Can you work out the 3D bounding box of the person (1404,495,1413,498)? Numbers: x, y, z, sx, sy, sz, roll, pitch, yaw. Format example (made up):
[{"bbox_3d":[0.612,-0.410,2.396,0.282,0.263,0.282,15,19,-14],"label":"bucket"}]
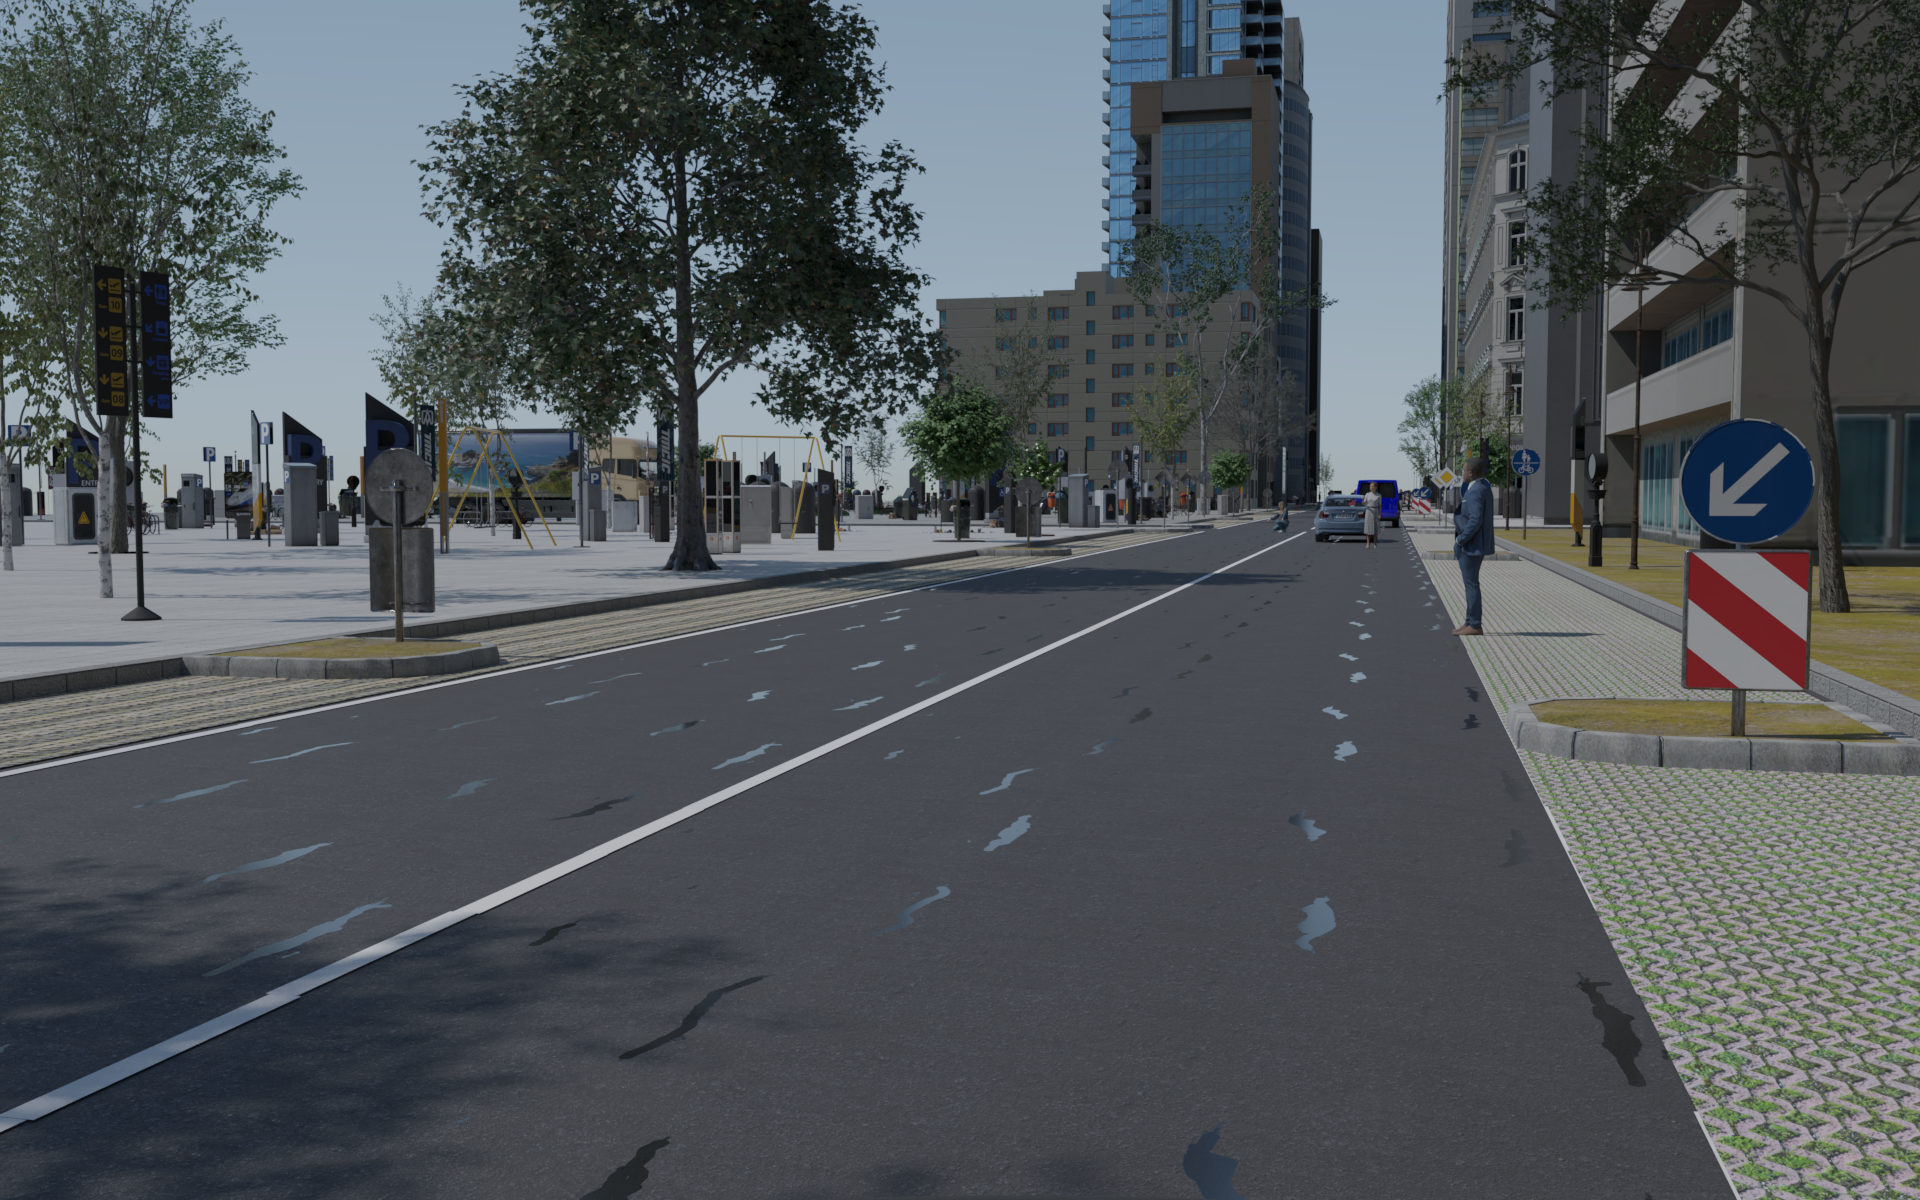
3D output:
[{"bbox_3d":[52.897,-11.980,204.389,1.348,1.823,0.705,3,5,41],"label":"person"}]

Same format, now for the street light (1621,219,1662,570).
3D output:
[{"bbox_3d":[11.487,-3.459,29.341,0.468,5.910,1.993,1,4,14],"label":"street light"}]

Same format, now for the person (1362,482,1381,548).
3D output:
[{"bbox_3d":[10.900,-2.250,45.865,0.480,1.755,0.524,1,4,17],"label":"person"}]

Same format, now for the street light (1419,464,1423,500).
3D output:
[{"bbox_3d":[57.820,-14.901,216.421,0.468,5.910,1.993,1,4,14],"label":"street light"}]

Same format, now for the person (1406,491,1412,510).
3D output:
[{"bbox_3d":[40.670,-9.014,156.603,0.721,1.735,1.217,3,5,41],"label":"person"}]

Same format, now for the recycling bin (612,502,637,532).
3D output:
[{"bbox_3d":[-11.356,-2.819,58.648,0.722,1.027,0.722,0,4,2],"label":"recycling bin"}]

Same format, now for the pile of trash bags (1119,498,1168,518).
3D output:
[{"bbox_3d":[9.578,-5.078,92.770,1.912,1.369,3.447,3,4,39],"label":"pile of trash bags"}]

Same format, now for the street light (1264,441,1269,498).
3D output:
[{"bbox_3d":[26.088,-10.707,147.844,0.468,5.910,1.993,1,4,14],"label":"street light"}]

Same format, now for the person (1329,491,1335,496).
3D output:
[{"bbox_3d":[32.468,-8.652,150.890,0.756,1.711,0.436,-1,4,-13],"label":"person"}]

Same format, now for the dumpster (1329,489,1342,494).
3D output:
[{"bbox_3d":[58.015,-16.058,267.503,1.985,2.255,1.502,1,4,12],"label":"dumpster"}]

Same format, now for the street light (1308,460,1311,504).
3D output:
[{"bbox_3d":[46.229,-15.674,229.058,0.468,5.910,1.993,1,4,14],"label":"street light"}]

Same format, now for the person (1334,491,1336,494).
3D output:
[{"bbox_3d":[49.378,-13.462,228.545,1.348,1.831,0.705,3,5,40],"label":"person"}]

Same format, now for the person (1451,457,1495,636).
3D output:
[{"bbox_3d":[5.186,-0.539,17.494,0.419,1.800,0.721,1,4,19],"label":"person"}]

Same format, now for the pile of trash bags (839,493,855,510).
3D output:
[{"bbox_3d":[-8.720,-7.936,139.506,3.447,1.369,1.912,3,5,44],"label":"pile of trash bags"}]

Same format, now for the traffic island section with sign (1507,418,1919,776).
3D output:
[{"bbox_3d":[4.198,-0.075,9.856,1.989,1.847,2.006,1,4,14],"label":"traffic island section with sign"}]

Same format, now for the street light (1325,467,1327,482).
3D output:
[{"bbox_3d":[61.891,-19.564,292.661,0.468,5.910,1.993,1,4,14],"label":"street light"}]

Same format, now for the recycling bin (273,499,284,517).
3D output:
[{"bbox_3d":[-37.532,-5.085,95.692,0.722,1.027,0.722,-1,4,-15],"label":"recycling bin"}]

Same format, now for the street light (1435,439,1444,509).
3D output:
[{"bbox_3d":[39.539,-10.378,142.474,0.468,5.910,1.993,1,4,14],"label":"street light"}]

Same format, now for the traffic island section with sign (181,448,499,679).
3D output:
[{"bbox_3d":[-4.940,-0.346,14.283,1.989,1.847,2.006,1,4,14],"label":"traffic island section with sign"}]

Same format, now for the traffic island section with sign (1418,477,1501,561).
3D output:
[{"bbox_3d":[11.150,-1.793,37.948,1.989,1.847,2.006,1,4,14],"label":"traffic island section with sign"}]

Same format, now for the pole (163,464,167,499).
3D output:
[{"bbox_3d":[-54.627,-7.659,119.061,0.158,3.312,0.155,0,3,0],"label":"pole"}]

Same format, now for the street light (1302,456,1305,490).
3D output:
[{"bbox_3d":[41.987,-14.620,211.826,0.468,5.910,1.993,1,4,14],"label":"street light"}]

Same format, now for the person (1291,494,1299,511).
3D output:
[{"bbox_3d":[28.935,-8.438,149.657,0.628,1.438,0.799,3,5,43],"label":"person"}]

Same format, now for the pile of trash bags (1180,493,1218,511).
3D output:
[{"bbox_3d":[18.729,-7.636,134.603,3.447,1.369,1.912,-1,4,-14],"label":"pile of trash bags"}]

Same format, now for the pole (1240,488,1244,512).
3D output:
[{"bbox_3d":[19.821,-7.820,121.696,0.158,3.312,0.155,0,3,0],"label":"pole"}]

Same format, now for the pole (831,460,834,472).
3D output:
[{"bbox_3d":[-7.643,-6.713,103.597,0.158,3.312,0.155,0,3,0],"label":"pole"}]

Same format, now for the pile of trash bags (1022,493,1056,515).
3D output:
[{"bbox_3d":[4.932,-5.944,106.934,1.912,1.369,3.447,-2,4,-30],"label":"pile of trash bags"}]

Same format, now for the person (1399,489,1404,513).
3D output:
[{"bbox_3d":[30.800,-6.868,121.024,0.641,1.798,0.478,-1,4,-22],"label":"person"}]

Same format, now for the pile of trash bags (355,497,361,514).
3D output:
[{"bbox_3d":[-37.731,-6.183,110.841,1.912,1.369,3.447,3,5,41],"label":"pile of trash bags"}]

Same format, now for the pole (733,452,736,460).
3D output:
[{"bbox_3d":[-10.831,-5.468,83.248,0.158,3.312,0.155,0,3,0],"label":"pole"}]

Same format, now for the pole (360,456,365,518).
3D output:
[{"bbox_3d":[-32.064,-6.061,92.946,0.158,3.312,0.155,0,3,0],"label":"pole"}]

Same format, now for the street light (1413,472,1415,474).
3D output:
[{"bbox_3d":[69.993,-17.905,265.531,0.468,5.910,1.993,1,4,14],"label":"street light"}]

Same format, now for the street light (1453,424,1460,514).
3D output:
[{"bbox_3d":[31.714,-8.444,110.852,0.468,5.910,1.993,1,4,14],"label":"street light"}]

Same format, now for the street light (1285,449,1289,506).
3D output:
[{"bbox_3d":[33.912,-12.641,179.467,0.468,5.910,1.993,1,4,14],"label":"street light"}]

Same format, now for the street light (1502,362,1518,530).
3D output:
[{"bbox_3d":[19.321,-5.393,60.961,0.468,5.910,1.993,1,4,14],"label":"street light"}]

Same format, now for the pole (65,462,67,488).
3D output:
[{"bbox_3d":[-56.893,-7.119,110.234,0.158,3.312,0.155,0,3,0],"label":"pole"}]

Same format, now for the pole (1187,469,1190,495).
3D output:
[{"bbox_3d":[18.509,-8.966,140.430,0.158,3.312,0.155,0,3,0],"label":"pole"}]

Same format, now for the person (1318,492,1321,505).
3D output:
[{"bbox_3d":[43.918,-12.358,211.472,0.530,1.710,0.541,3,4,38],"label":"person"}]

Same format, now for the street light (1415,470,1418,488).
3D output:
[{"bbox_3d":[61.907,-15.919,233.055,0.468,5.910,1.993,1,4,14],"label":"street light"}]

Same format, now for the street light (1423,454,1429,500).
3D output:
[{"bbox_3d":[49.968,-12.967,184.805,0.468,5.910,1.993,1,4,14],"label":"street light"}]

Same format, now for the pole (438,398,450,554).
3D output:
[{"bbox_3d":[-11.047,-2.643,37.049,0.158,3.312,0.155,0,3,0],"label":"pole"}]

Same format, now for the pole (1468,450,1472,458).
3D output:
[{"bbox_3d":[23.719,-5.310,80.661,0.158,3.312,0.155,0,3,0],"label":"pole"}]

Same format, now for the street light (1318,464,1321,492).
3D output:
[{"bbox_3d":[54.114,-17.607,260.665,0.468,5.910,1.993,1,4,14],"label":"street light"}]

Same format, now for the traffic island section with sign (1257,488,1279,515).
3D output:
[{"bbox_3d":[21.593,-6.894,121.336,1.989,1.847,2.006,1,4,14],"label":"traffic island section with sign"}]

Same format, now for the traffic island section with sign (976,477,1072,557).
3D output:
[{"bbox_3d":[1.555,-1.946,40.447,1.989,1.847,2.006,1,4,14],"label":"traffic island section with sign"}]

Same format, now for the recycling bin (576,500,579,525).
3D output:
[{"bbox_3d":[-15.428,-3.596,71.341,0.722,1.027,0.722,-1,4,-9],"label":"recycling bin"}]

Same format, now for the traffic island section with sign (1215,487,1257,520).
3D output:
[{"bbox_3d":[15.046,-5.278,94.918,1.989,1.847,2.006,1,4,14],"label":"traffic island section with sign"}]

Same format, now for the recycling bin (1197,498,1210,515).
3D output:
[{"bbox_3d":[15.079,-5.788,107.186,0.722,1.027,0.722,1,4,16],"label":"recycling bin"}]

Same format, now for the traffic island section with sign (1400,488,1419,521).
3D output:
[{"bbox_3d":[24.408,-5.066,91.462,1.989,1.847,2.006,1,4,14],"label":"traffic island section with sign"}]

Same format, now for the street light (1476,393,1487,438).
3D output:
[{"bbox_3d":[23.761,-6.501,79.077,0.468,5.910,1.993,1,4,14],"label":"street light"}]
